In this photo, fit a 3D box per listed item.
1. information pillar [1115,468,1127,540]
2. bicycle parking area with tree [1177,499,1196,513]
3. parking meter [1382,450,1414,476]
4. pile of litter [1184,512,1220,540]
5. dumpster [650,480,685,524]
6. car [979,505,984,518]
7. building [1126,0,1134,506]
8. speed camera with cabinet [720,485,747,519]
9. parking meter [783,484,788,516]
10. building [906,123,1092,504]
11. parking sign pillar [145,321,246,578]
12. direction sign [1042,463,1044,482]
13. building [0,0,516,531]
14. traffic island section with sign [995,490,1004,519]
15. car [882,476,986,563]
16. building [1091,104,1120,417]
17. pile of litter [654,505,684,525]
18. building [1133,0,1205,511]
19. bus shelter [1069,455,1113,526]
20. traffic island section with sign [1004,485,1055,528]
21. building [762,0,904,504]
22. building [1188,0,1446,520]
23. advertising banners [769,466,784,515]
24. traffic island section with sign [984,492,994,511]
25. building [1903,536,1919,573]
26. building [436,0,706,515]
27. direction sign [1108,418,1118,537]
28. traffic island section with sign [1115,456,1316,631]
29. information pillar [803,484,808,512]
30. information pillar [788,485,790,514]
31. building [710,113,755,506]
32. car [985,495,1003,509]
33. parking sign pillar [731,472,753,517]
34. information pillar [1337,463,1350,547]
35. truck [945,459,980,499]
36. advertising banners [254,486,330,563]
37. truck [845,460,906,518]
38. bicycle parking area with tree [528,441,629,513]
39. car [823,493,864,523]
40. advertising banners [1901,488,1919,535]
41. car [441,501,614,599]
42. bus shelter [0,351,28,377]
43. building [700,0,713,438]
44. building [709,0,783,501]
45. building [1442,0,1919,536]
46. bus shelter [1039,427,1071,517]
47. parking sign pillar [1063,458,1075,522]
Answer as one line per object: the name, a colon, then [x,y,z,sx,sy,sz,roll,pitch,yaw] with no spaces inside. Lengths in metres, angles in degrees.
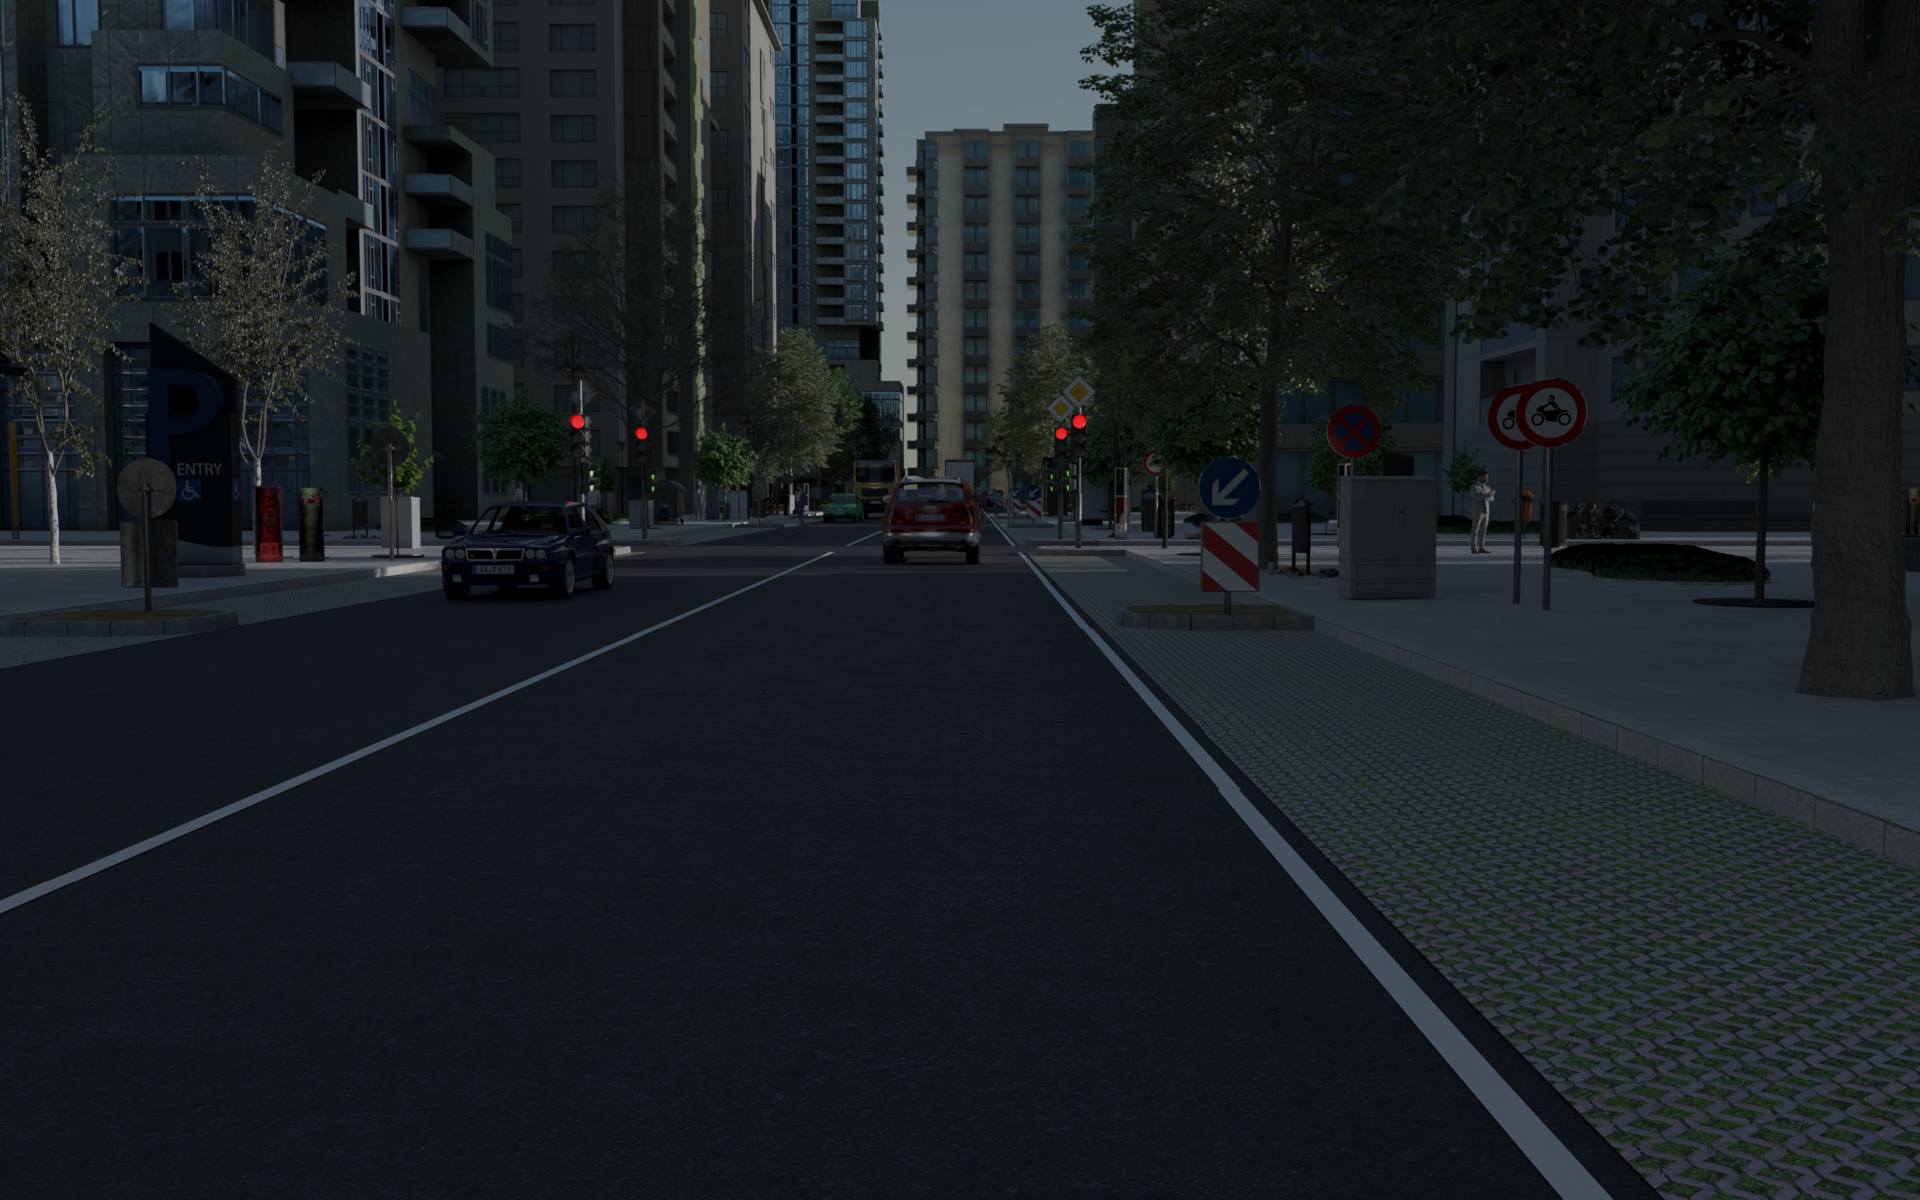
information pillar: [4.514,-2.700,48.631,0.304,2.012,0.304,1,4,14]
bicycle parking area with tree: [19.041,-8.064,118.854,9.016,4.147,8.231,1,4,15]
parking meter: [5.789,-1.049,22.863,0.399,1.863,0.255,2,4,33]
pile of litter: [6.902,-2.131,48.813,1.176,0.858,1.719,0,4,4]
dumpster: [-12.490,-4.166,73.878,1.264,1.857,1.865,0,4,0]
car: [-0.124,-3.190,64.166,2.014,1.417,4.499,0,4,2]
building: [24.738,-51.878,160.874,22.319,86.520,31.000,0,4,0]
speed camera with cabinet: [-12.100,-5.848,89.958,2.038,3.252,0.660,-2,4,-32]
parking meter: [-10.348,-5.931,102.685,0.255,1.863,0.399,-1,4,-8]
building: [8.412,-37.122,226.552,30.456,49.044,23.786,0,4,0]
parking sign pillar: [-11.988,-2.361,27.078,1.447,3.967,1.447,0,4,-3]
direction sign: [5.597,-7.182,109.417,0.876,3.537,0.379,1,4,18]
building: [-32.478,-46.480,72.620,22.319,86.520,31.000,0,4,0]
traffic island section with sign: [3.119,-5.651,101.016,1.989,1.847,2.006,0,4,0]
car: [-0.572,-1.762,37.475,2.281,1.827,5.304,0,4,1]
building: [20.933,-30.653,184.776,14.154,41.232,14.086,0,4,0]
pile of litter: [-12.129,-3.506,71.290,1.719,0.858,1.176,0,4,2]
building: [20.782,-27.901,139.775,14.154,41.232,14.086,0,4,0]
bus shelter: [5.421,-4.528,67.964,2.014,3.302,5.546,0,4,0]
traffic island section with sign: [3.002,-3.981,73.720,1.989,1.847,2.006,0,4,0]
building: [-22.972,-55.811,225.183,31.000,86.520,22.319,0,4,0]
building: [25.047,-29.227,97.462,23.786,49.044,30.456,0,4,0]
advertising banners: [-11.274,-6.764,106.772,0.090,3.025,2.074,1,4,19]
traffic island section with sign: [3.365,-8.734,151.434,1.989,1.847,2.006,0,4,0]
building: [25.275,-29.081,17.474,21.231,58.520,28.212,0,4,0]
building: [-23.515,-25.740,104.445,14.154,41.232,14.086,0,4,0]
direction sign: [4.571,-3.625,51.268,0.379,3.537,0.876,0,4,-6]
traffic island section with sign: [2.734,-0.635,19.005,1.989,1.847,2.006,0,4,0]
information pillar: [-11.079,-7.338,124.462,0.304,2.012,0.304,-1,4,-22]
information pillar: [-11.039,-6.512,110.967,0.304,2.012,0.304,0,4,-4]
building: [-34.898,-28.086,151.088,32.217,40.220,23.993,0,4,0]
car: [3.294,-9.488,167.712,1.945,1.354,3.894,0,4,1]
parking sign pillar: [-12.514,-6.776,99.263,1.447,3.967,1.447,3,5,43]
information pillar: [9.289,-2.274,41.675,0.304,2.012,0.304,-2,4,-25]
truck: [0.169,-9.563,145.269,2.839,4.237,11.283,0,4,2]
advertising banners: [-12.910,-2.213,32.363,2.074,3.025,0.090,-2,4,-24]
truck: [-4.926,-6.497,102.143,3.469,3.379,9.791,0,4,-2]
bicycle parking area with tree: [-20.929,-6.582,94.619,8.231,4.147,9.016,1,4,18]
car: [-5.962,-4.887,88.699,1.959,1.807,4.718,0,4,2]
advertising banners: [22.341,-2.652,39.545,2.074,3.025,0.090,-1,4,-18]
car: [-6.176,-0.759,24.985,1.945,1.354,3.894,0,4,1]
bus shelter: [-12.729,-1.537,19.060,2.014,3.302,5.546,0,4,0]
building: [-26.765,-29.409,130.941,14.600,45.320,14.200,0,4,0]
building: [-33.210,-35.925,176.606,27.495,52.752,28.713,0,4,0]
building: [35.437,-32.076,66.438,28.212,58.520,21.231,0,4,0]
bus shelter: [5.783,-7.580,101.562,2.179,5.291,8.768,0,4,0]
parking sign pillar: [5.424,-5.563,79.419,1.447,3.967,1.447,0,4,-2]
